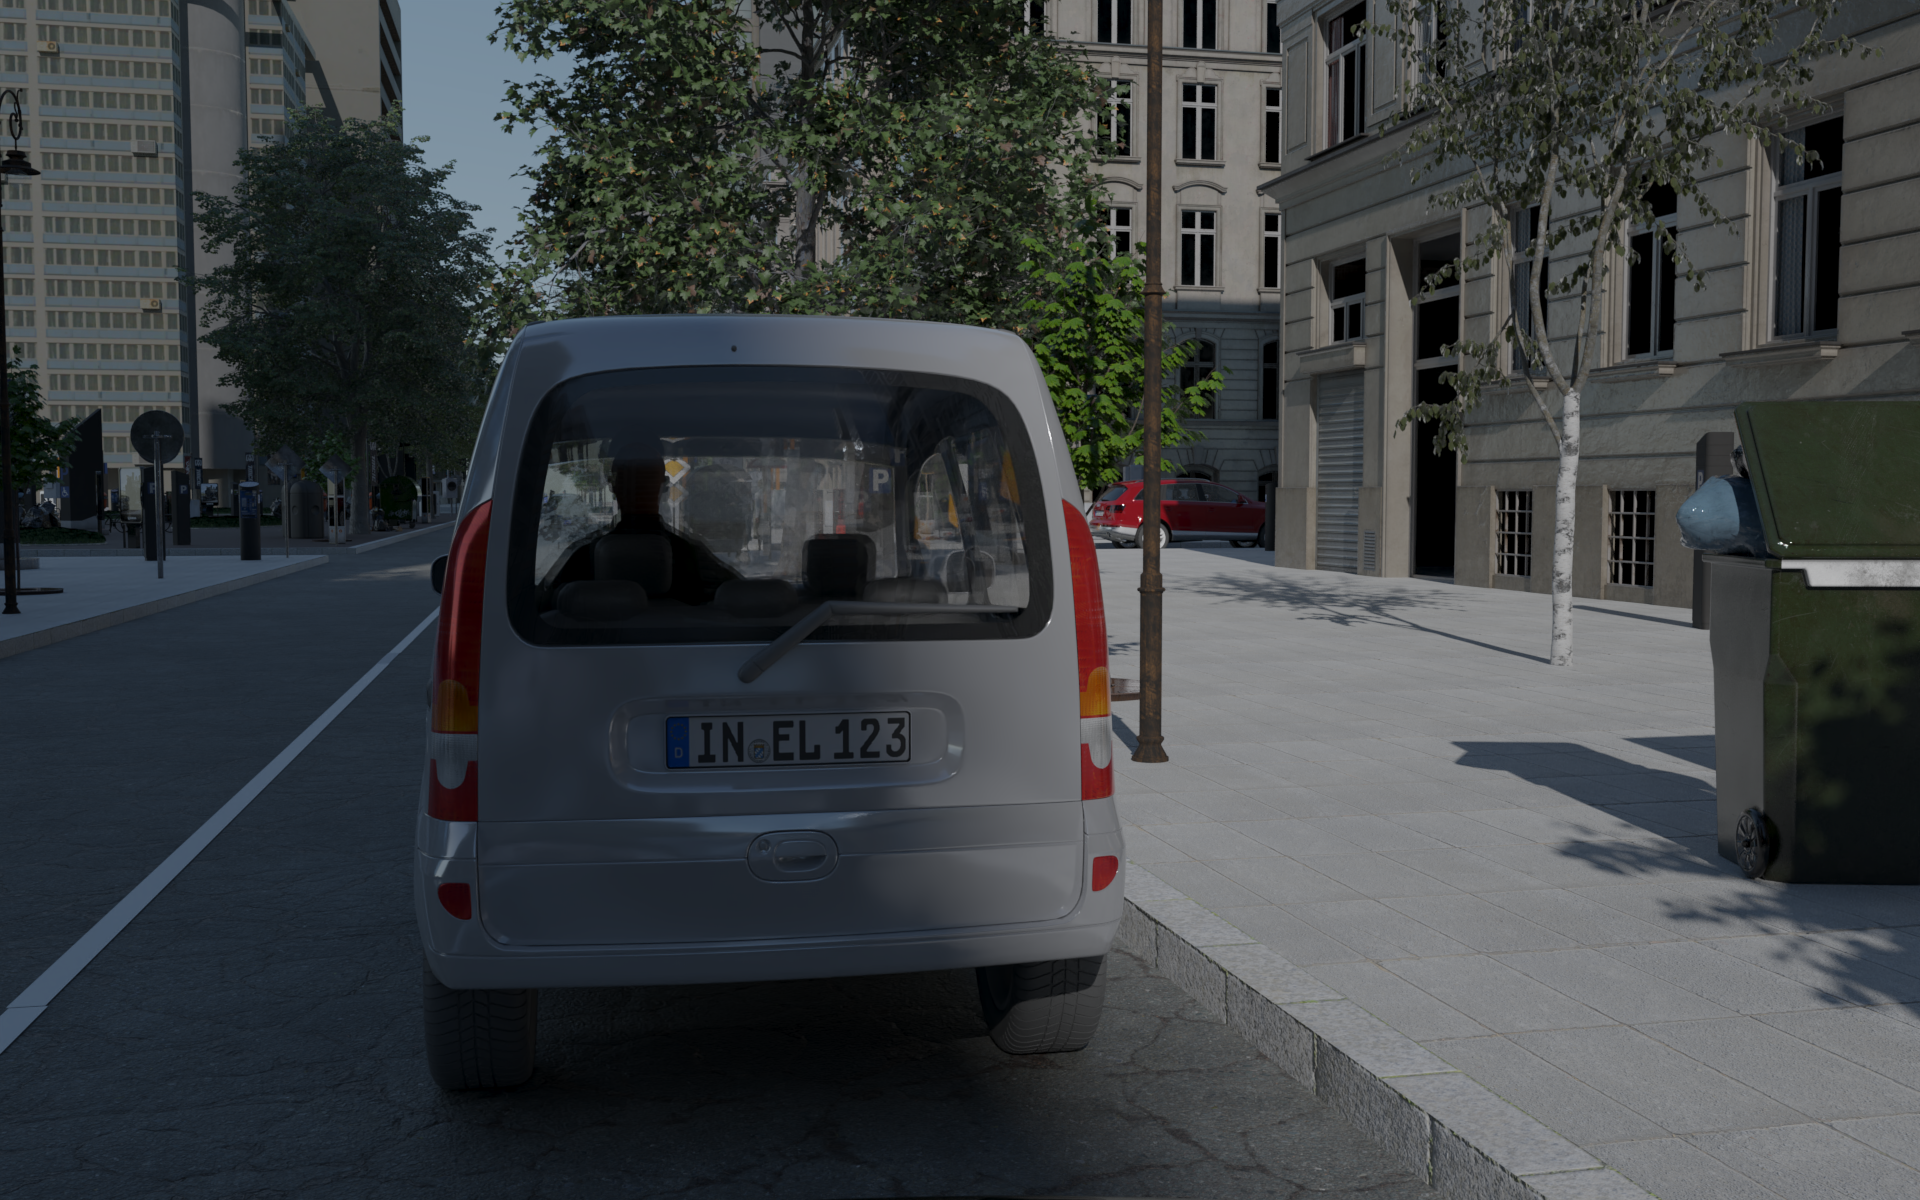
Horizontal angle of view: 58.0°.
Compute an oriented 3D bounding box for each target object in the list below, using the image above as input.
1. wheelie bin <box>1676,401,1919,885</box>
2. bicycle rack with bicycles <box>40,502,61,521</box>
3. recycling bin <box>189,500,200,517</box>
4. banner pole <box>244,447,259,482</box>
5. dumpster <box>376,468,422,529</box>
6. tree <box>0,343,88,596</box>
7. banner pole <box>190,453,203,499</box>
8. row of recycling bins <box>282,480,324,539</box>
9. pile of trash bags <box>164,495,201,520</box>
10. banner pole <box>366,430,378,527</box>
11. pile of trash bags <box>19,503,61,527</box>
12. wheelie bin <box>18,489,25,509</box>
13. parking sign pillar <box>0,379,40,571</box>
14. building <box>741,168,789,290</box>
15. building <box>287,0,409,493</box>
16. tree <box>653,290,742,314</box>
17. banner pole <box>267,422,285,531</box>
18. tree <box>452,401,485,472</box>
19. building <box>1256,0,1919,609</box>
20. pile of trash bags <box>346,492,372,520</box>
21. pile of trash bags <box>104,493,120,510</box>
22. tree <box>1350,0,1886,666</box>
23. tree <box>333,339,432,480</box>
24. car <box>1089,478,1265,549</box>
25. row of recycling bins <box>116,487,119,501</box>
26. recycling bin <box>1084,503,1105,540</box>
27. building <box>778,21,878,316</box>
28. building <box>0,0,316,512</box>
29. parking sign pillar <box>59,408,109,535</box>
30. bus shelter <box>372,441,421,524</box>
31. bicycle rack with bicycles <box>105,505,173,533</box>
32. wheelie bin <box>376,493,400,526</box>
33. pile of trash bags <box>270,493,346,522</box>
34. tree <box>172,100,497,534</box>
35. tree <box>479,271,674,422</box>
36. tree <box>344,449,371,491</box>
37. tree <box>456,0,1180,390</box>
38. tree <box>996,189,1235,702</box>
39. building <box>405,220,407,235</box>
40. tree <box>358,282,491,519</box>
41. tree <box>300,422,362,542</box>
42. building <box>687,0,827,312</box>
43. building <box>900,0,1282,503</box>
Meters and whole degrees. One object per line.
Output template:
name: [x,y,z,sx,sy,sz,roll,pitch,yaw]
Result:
wheelie bin: [2.924,0.123,5.904,0.980,1.594,0.693,0,4,4]
bicycle rack with bicycles: [-44.014,-4.200,82.045,2.925,0.926,2.852,1,4,20]
recycling bin: [-33.891,-3.888,76.126,0.722,1.027,0.722,-3,5,-41]
banner pole: [-37.305,-6.206,91.477,0.863,3.779,0.401,-3,4,-36]
dumpster: [-21.034,-3.818,64.921,1.502,2.255,1.985,-1,4,-13]
tree: [-12.008,-1.690,22.231,1.663,3.219,1.824,0,3,0]
banner pole: [-46.162,-7.012,104.660,0.863,3.779,0.401,-3,4,-36]
row of recycling bins: [-19.385,-2.679,50.921,1.069,1.692,3.534,-2,4,-26]
pile of trash bags: [-38.094,-4.527,83.766,1.912,1.369,3.447,0,4,-2]
banner pole: [-22.859,-4.725,67.275,0.401,3.779,0.863,1,4,15]
pile of trash bags: [-32.318,-3.000,58.804,3.447,1.369,1.912,0,4,7]
wheelie bin: [-42.941,-4.337,78.821,0.980,1.594,0.693,0,4,2]
parking sign pillar: [-16.522,-2.506,29.442,1.447,3.967,1.447,3,4,39]
building: [-7.010,-16.331,108.813,13.314,21.916,24.055,-1,4,-13]
building: [-58.592,-31.903,145.310,21.300,48.544,21.600,-1,4,-13]
tree: [-8.474,-7.322,54.132,7.601,10.594,8.767,-3,5,-42]
banner pole: [-23.546,-4.269,59.820,0.401,3.779,0.863,3,5,40]
tree: [-34.254,-10.507,122.149,4.737,8.622,4.395,0,3,0]
building: [15.829,-11.276,17.644,16.112,22.955,30.059,-1,4,-13]
pile of trash bags: [-30.951,-4.743,87.295,3.447,1.369,1.912,-3,4,-37]
pile of trash bags: [-46.111,-5.261,95.763,3.447,1.369,1.912,0,4,3]
tree: [4.663,-3.826,12.923,4.360,8.622,3.978,0,3,0]
tree: [-23.247,-7.347,70.491,4.360,8.622,3.978,0,3,0]
car: [5.815,-2.072,42.557,5.304,1.827,2.281,-1,4,-15]
row of recycling bins: [-48.348,-5.734,100.862,1.069,1.692,3.534,-1,4,-10]
recycling bin: [3.609,-2.208,48.660,0.722,1.027,0.722,-2,4,-31]
building: [-1.166,-17.562,84.396,12.463,27.353,25.104,-1,4,-13]
building: [-59.665,-26.305,121.966,32.217,40.220,23.993,-1,4,-13]
parking sign pillar: [-27.359,-4.004,53.938,1.447,3.967,1.447,1,4,21]
bus shelter: [-24.745,-5.207,76.414,1.731,3.624,6.357,-1,4,-13]
bicycle rack with bicycles: [-27.152,-2.700,57.527,2.852,0.926,2.925,3,5,40]
wheelie bin: [-22.797,-3.746,69.157,0.980,1.594,0.693,-2,4,-29]
pile of trash bags: [-30.655,-4.340,80.714,3.447,1.369,1.912,2,4,32]
tree: [-19.368,-9.082,55.138,9.857,13.997,8.962,0,3,0]
tree: [-15.462,-10.318,79.071,12.009,13.543,11.850,0,3,0]
tree: [-38.742,-7.796,111.175,4.285,4.588,4.351,0,3,0]
tree: [-1.976,-6.446,22.397,9.611,12.733,9.660,0,3,0]
tree: [0.916,-1.008,11.078,1.663,3.219,1.824,0,3,0]
building: [-60.011,-23.983,163.823,14.160,30.474,14.107,-1,4,-13]
tree: [-27.616,-10.486,89.567,7.486,12.596,7.792,0,3,0]
tree: [-16.881,-3.192,46.795,1.663,3.219,1.824,0,3,0]
building: [-16.832,-28.514,149.790,14.154,41.232,14.086,-1,4,-13]
building: [15.429,-15.026,64.752,34.723,24.649,14.460,-1,4,-13]
